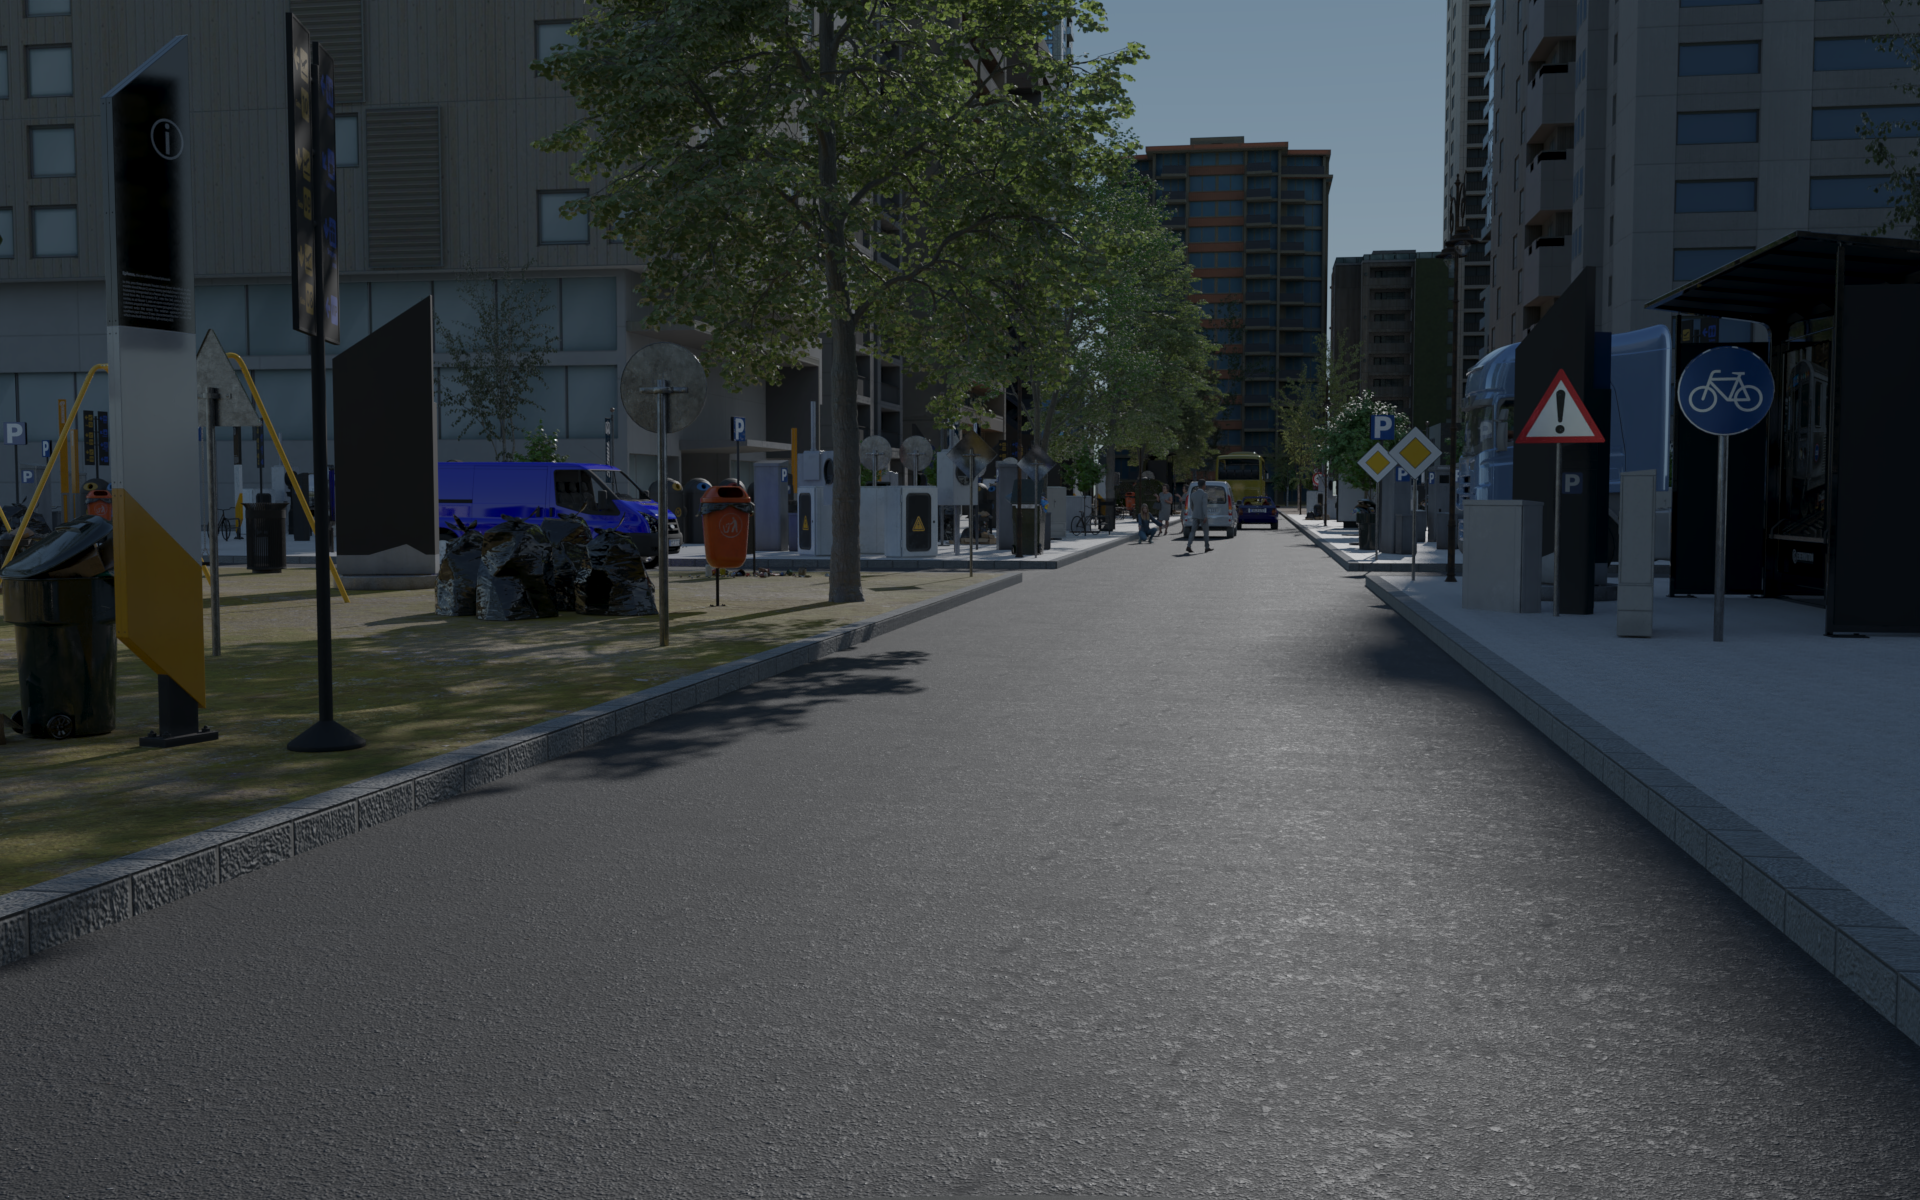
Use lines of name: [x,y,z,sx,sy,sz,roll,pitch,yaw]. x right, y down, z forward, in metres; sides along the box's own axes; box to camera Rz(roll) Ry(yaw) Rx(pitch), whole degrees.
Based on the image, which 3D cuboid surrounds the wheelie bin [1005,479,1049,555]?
wheelie bin: [1.433,-1.758,36.644,0.980,1.594,0.693,1,4,16]

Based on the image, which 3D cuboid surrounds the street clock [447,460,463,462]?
street clock: [-10.689,-1.966,36.714,0.471,2.002,0.358,1,4,19]

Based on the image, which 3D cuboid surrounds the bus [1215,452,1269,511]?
bus: [16.362,-6.666,100.533,2.896,3.916,12.252,1,4,11]

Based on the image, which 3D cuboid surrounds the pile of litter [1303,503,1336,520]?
pile of litter: [17.648,-4.337,84.872,1.719,0.858,1.176,1,4,10]

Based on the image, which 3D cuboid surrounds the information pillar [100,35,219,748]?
information pillar: [-4.059,-1.064,8.748,0.183,3.616,0.504,2,4,24]

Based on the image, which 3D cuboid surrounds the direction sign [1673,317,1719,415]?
direction sign: [9.506,-1.862,22.442,0.379,3.537,0.876,-1,4,-12]

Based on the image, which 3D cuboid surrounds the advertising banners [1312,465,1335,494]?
advertising banners: [21.740,-6.485,102.225,2.074,3.025,0.090,1,4,21]

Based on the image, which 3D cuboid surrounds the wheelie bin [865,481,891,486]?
wheelie bin: [-2.022,-2.180,43.545,0.980,1.594,0.693,-1,4,-19]

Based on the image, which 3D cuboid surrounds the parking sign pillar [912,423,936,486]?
parking sign pillar: [-1.351,-4.786,66.716,1.447,3.967,1.447,2,4,28]

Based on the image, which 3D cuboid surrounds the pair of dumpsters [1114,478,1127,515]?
pair of dumpsters: [9.941,-6.241,104.534,1.574,2.255,4.437,1,4,10]

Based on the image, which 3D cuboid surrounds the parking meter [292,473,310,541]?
parking meter: [-18.007,-2.545,47.318,0.399,1.863,0.255,1,4,19]

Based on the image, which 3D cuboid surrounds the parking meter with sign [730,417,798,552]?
parking meter with sign: [-4.250,-2.611,38.955,1.738,3.016,0.543,1,4,21]

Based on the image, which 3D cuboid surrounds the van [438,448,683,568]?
van: [-7.919,-1.750,32.992,5.245,2.365,2.240,1,4,11]

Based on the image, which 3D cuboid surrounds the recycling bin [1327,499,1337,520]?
recycling bin: [18.772,-4.551,86.959,0.722,1.027,0.722,2,4,28]

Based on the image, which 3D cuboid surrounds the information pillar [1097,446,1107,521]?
information pillar: [6.423,-5.298,77.977,0.504,3.616,0.183,-2,4,-31]

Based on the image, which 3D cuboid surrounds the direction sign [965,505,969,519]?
direction sign: [0.441,-6.041,90.763,0.379,3.537,0.876,-1,4,-12]

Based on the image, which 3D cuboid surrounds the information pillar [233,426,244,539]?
information pillar: [-20.449,-3.529,49.058,0.183,3.616,0.504,-3,4,-38]

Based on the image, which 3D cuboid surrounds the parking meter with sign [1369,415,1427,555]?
parking meter with sign: [9.395,-2.512,37.340,0.543,3.016,1.738,0,4,-8]

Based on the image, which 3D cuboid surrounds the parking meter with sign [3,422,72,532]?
parking meter with sign: [-22.832,-2.849,42.849,0.543,3.016,1.738,0,4,3]

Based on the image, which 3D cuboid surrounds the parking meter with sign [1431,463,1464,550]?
parking meter with sign: [11.798,-2.702,40.433,1.738,3.016,0.543,-3,5,-41]

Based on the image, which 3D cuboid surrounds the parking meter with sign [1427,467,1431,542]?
parking meter with sign: [12.887,-3.060,46.284,1.738,3.016,0.543,-1,4,-12]

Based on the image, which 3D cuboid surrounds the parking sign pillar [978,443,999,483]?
parking sign pillar: [1.510,-6.151,89.047,1.447,3.967,1.447,-3,5,-41]

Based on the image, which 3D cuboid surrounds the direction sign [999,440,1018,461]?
direction sign: [2.051,-4.920,72.442,0.876,3.537,0.379,0,4,2]

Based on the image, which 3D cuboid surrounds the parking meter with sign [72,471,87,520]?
parking meter with sign: [-28.929,-3.689,56.581,0.543,3.016,1.738,3,4,39]

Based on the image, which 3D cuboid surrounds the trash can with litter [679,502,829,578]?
trash can with litter: [-3.099,-0.969,26.894,2.233,1.210,1.678,1,4,13]

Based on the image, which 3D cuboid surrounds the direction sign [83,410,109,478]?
direction sign: [-23.514,-3.377,47.212,0.379,3.537,0.876,1,4,15]

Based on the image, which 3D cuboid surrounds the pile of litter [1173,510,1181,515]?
pile of litter: [13.304,-5.790,108.637,1.176,0.858,1.719,1,4,20]

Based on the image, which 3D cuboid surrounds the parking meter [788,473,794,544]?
parking meter: [-4.365,-2.290,43.154,0.399,1.863,0.255,-3,4,-37]

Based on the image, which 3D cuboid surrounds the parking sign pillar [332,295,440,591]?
parking sign pillar: [-7.822,-2.149,23.612,1.447,3.967,1.447,-1,4,-9]

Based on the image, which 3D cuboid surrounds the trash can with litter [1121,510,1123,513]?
trash can with litter: [10.001,-5.968,108.964,0.624,1.170,1.055,1,4,17]

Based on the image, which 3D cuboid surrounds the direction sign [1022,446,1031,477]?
direction sign: [3.070,-5.438,80.906,0.876,3.537,0.379,0,4,3]

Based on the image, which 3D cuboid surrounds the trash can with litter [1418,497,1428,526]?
trash can with litter: [18.218,-3.487,68.398,0.624,1.170,1.055,-2,4,-28]

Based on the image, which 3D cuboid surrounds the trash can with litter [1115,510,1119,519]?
trash can with litter: [7.124,-4.409,83.482,0.624,1.170,1.055,1,4,23]

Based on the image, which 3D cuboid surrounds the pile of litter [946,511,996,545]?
pile of litter: [0.473,-1.851,44.226,1.719,0.858,1.176,3,4,37]

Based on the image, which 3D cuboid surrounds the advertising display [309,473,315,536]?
advertising display: [-19.423,-2.917,52.899,0.974,1.923,0.123,0,4,1]

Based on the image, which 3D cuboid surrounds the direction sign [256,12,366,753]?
direction sign: [-3.209,-1.020,8.669,0.379,3.537,0.876,0,4,-8]

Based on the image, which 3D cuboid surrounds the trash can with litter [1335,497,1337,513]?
trash can with litter: [18.385,-4.344,82.413,1.055,1.170,0.624,2,4,33]

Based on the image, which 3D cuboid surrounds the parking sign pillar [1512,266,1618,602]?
parking sign pillar: [7.360,-2.003,21.217,1.447,3.967,1.447,-1,4,-20]

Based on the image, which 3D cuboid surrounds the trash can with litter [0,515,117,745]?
trash can with litter: [-4.860,0.146,9.002,0.624,1.170,1.055,3,4,36]

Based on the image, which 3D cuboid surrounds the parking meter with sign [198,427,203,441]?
parking meter with sign: [-17.590,-2.649,39.567,0.543,3.016,1.738,-2,4,-25]

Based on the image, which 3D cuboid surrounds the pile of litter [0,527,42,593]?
pile of litter: [-12.442,-0.533,22.678,1.719,0.858,1.176,1,4,11]

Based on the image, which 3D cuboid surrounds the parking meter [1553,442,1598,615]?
parking meter: [6.568,-0.783,18.521,0.399,1.863,0.255,3,5,40]

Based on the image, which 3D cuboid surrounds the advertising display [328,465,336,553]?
advertising display: [-13.990,-2.023,38.295,0.123,1.923,0.974,-2,4,-33]

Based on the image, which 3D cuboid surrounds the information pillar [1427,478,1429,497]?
information pillar: [21.176,-4.505,78.152,0.304,2.012,0.304,1,4,22]

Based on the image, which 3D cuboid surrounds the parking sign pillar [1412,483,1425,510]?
parking sign pillar: [19.741,-5.330,75.612,1.447,3.967,1.447,-1,4,-20]

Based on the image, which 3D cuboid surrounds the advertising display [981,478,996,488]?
advertising display: [1.307,-3.949,69.775,0.974,1.923,0.123,-2,4,-25]

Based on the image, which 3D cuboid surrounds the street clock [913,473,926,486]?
street clock: [-1.399,-3.411,60.334,0.358,2.002,0.471,-3,4,-37]

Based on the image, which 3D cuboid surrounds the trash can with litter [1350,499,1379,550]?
trash can with litter: [9.541,-1.738,39.811,1.055,1.170,0.624,-2,4,-33]

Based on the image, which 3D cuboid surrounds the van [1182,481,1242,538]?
van: [8.357,-3.098,57.671,2.013,2.044,4.112,1,4,11]

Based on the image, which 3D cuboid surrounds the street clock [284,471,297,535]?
street clock: [-21.104,-3.066,54.703,0.358,2.002,0.471,0,4,7]

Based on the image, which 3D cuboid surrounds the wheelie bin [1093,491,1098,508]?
wheelie bin: [7.286,-4.995,89.583,0.693,1.594,0.980,-1,4,-10]

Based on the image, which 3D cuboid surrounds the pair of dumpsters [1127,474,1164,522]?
pair of dumpsters: [8.836,-4.771,80.506,1.574,2.255,4.437,1,4,10]

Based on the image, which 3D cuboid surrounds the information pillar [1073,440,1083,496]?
information pillar: [4.790,-4.819,70.143,0.504,3.616,0.183,-3,5,-43]
